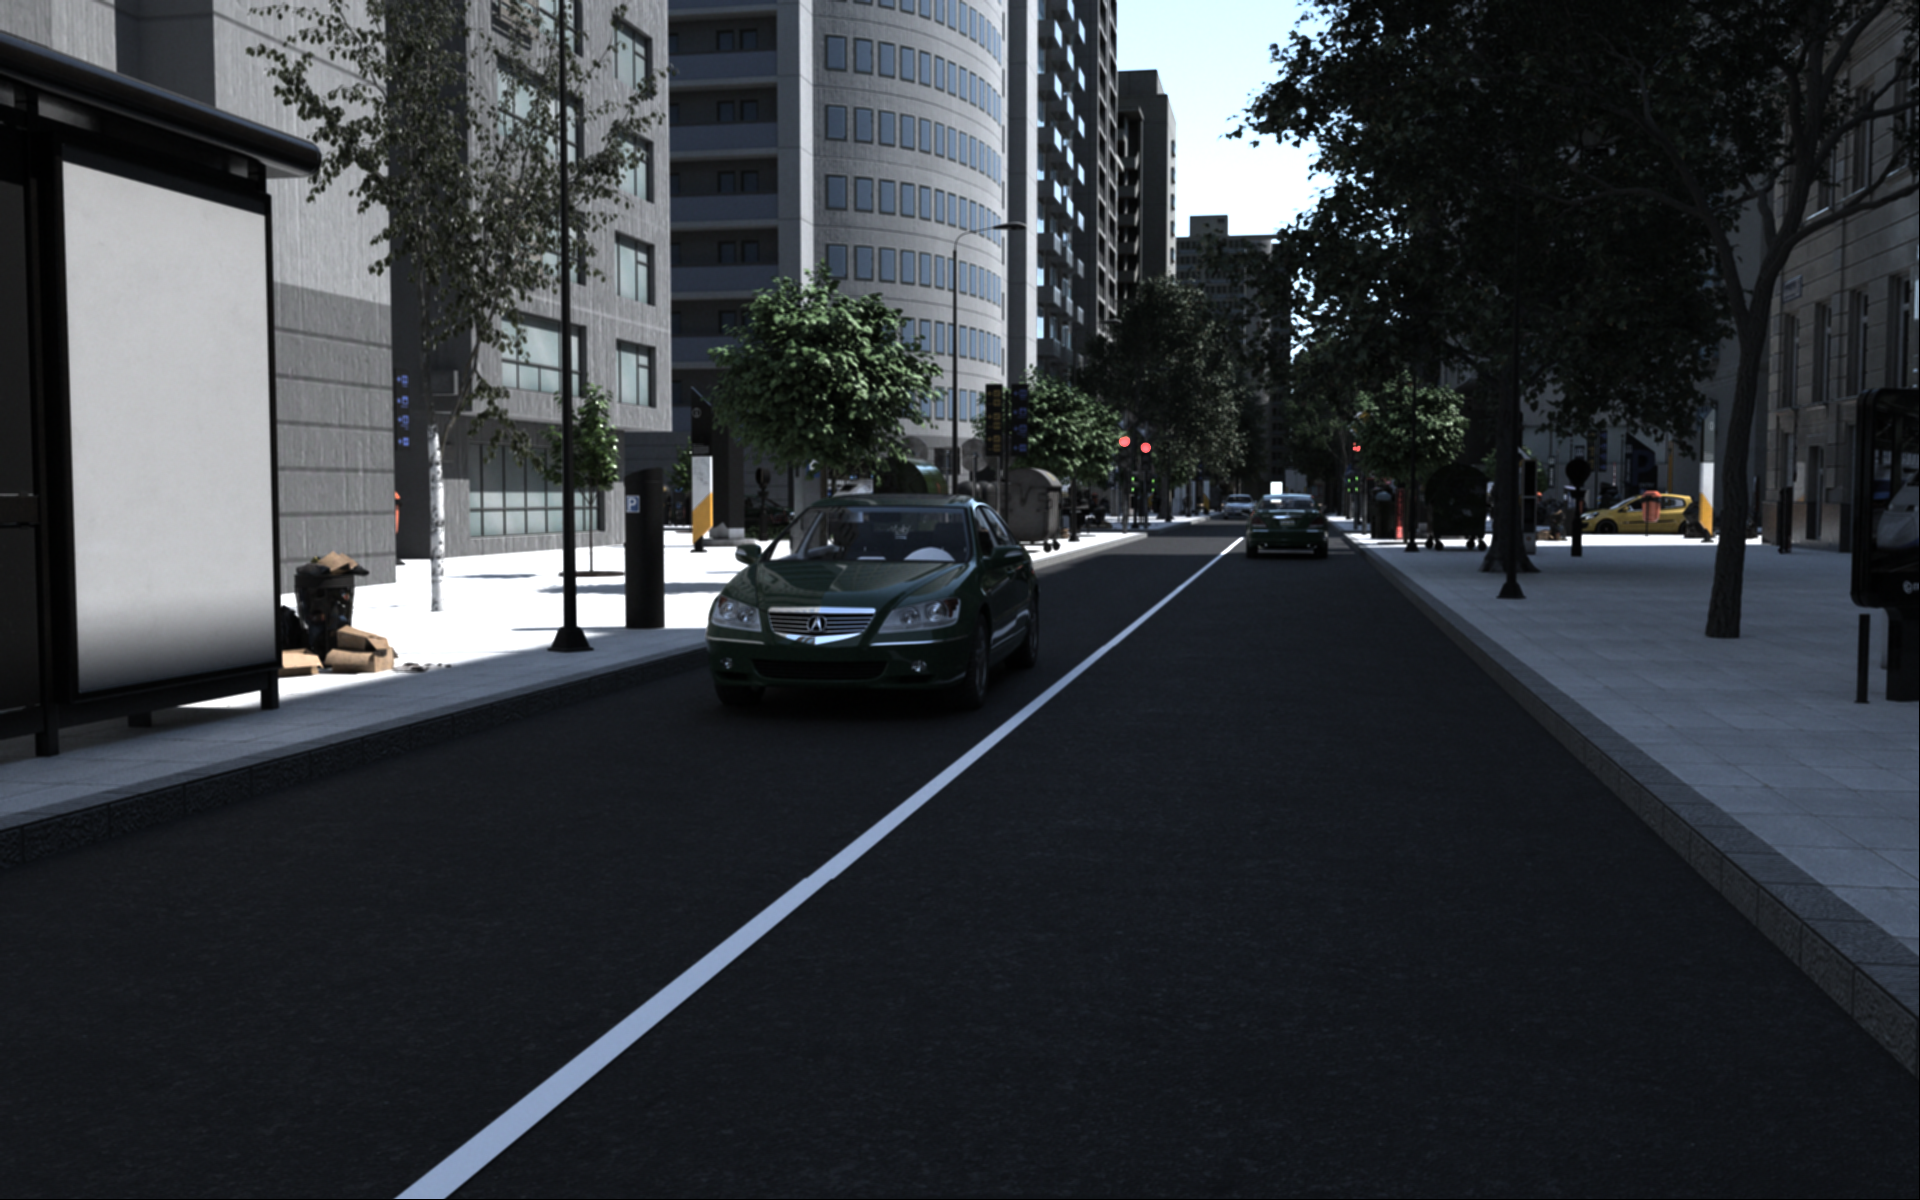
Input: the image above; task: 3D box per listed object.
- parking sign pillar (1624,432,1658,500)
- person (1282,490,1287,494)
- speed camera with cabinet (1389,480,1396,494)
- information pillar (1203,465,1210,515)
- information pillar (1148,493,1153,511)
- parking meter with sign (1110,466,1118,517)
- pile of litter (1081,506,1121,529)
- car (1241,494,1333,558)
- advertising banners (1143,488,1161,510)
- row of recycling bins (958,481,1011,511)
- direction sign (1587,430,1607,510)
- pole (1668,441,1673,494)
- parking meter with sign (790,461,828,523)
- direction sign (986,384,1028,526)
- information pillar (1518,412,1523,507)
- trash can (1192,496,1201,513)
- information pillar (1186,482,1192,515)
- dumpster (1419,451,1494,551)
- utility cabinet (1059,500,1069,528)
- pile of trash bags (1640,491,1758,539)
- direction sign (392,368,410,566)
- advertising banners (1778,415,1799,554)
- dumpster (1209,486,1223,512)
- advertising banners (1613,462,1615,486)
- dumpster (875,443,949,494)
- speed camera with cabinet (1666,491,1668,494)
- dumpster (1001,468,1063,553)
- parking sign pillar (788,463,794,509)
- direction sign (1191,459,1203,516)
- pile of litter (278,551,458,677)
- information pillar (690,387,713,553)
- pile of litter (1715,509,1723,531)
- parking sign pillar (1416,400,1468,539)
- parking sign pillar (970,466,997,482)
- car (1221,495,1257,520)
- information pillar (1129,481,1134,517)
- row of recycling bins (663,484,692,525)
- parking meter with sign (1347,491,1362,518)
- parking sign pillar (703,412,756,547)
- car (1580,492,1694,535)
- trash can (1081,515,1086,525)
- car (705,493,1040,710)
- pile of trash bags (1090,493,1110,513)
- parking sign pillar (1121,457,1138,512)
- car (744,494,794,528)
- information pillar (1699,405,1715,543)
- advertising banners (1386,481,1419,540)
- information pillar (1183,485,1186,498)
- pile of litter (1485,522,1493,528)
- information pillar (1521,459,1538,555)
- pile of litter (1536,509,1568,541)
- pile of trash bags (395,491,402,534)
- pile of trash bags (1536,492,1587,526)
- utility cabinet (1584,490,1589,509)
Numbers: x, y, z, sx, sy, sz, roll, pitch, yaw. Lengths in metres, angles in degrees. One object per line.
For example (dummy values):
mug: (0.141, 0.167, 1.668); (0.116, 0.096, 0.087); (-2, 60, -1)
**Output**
parking sign pillar: (29.681, -5.321, 75.475); (1.447, 3.967, 1.447); (0, 4, -6)
person: (29.839, -9.215, 159.036); (0.709, 1.838, 0.599); (3, 4, 39)
speed camera with cabinet: (18.250, -4.826, 73.246); (0.660, 3.252, 2.038); (0, 4, 4)
information pillar: (15.082, -7.005, 105.889); (0.504, 3.616, 0.183); (-3, 5, -42)
information pillar: (14.027, -8.353, 127.931); (0.504, 3.616, 0.183); (1, 4, 13)
parking meter with sign: (8.761, -6.219, 97.940); (0.543, 3.016, 1.738); (1, 4, 9)
pile of litter: (5.122, -3.056, 63.929); (1.719, 0.858, 1.176); (3, 4, 36)
car: (7.596, -1.742, 40.282); (2.131, 1.459, 4.920); (1, 4, 10)
advertising banners: (15.344, -8.626, 137.229); (2.074, 3.025, 0.090); (-1, 4, -23)
row of recycling bins: (0.895, -2.947, 55.292); (1.069, 1.692, 3.534); (2, 4, 26)
direction sign: (22.408, -4.220, 60.997); (0.876, 3.537, 0.379); (-1, 4, -23)
pole: (27.372, -4.460, 66.769); (0.158, 3.312, 0.155); (0, 3, 0)
parking meter with sign: (-2.445, -1.976, 28.566); (0.543, 3.016, 1.738); (-1, 4, -20)
direction sign: (0.964, -2.673, 35.696); (0.876, 3.537, 0.379); (1, 4, 9)
information pillar: (13.333, -3.083, 41.765); (0.504, 3.616, 0.183); (-2, 4, -27)
trash can: (15.885, -6.426, 116.718); (0.748, 1.137, 0.748); (0, 3, 0)
information pillar: (13.809, -6.120, 104.555); (0.304, 2.012, 0.304); (1, 4, 23)
dumpster: (11.352, -2.275, 39.686); (1.502, 2.255, 1.985); (1, 4, 11)
utility cabinet: (3.734, -3.321, 65.457); (1.020, 1.237, 0.306); (1, 4, 13)
pile of trash bags: (21.651, -2.512, 50.830); (1.912, 1.369, 3.447); (-3, 5, -44)
direction sign: (-10.190, -2.393, 31.118); (0.379, 3.537, 0.876); (2, 4, 24)
advertising banners: (18.114, -2.546, 37.818); (0.090, 3.025, 2.074); (2, 4, 34)
dumpster: (17.935, -7.153, 122.713); (1.264, 1.857, 1.865); (1, 4, 11)
advertising banners: (36.374, -6.102, 95.958); (0.090, 3.025, 2.074); (2, 4, 31)
dumpster: (-1.140, -1.861, 32.918); (1.502, 2.255, 1.985); (1, 4, 11)
speed camera with cabinet: (43.368, -6.719, 104.197); (2.038, 3.252, 0.660); (0, 4, 7)
dumpster: (1.550, -2.012, 38.656); (1.264, 1.857, 1.865); (1, 4, 11)
parking sign pillar: (-6.226, -4.956, 69.496); (1.447, 3.967, 1.447); (0, 4, 6)
direction sign: (14.125, -6.808, 103.305); (0.379, 3.537, 0.876); (-3, 4, -39)
pile of litter: (-4.636, 0.083, 12.601); (1.719, 0.858, 1.176); (1, 4, 9)
information pillar: (-5.665, -2.850, 37.948); (0.504, 3.616, 0.183); (1, 4, 23)
pile of litter: (28.674, -3.068, 64.123); (1.176, 0.858, 1.719); (1, 4, 11)
parking sign pillar: (13.851, -3.744, 49.680); (1.447, 3.967, 1.447); (1, 4, 11)
parking sign pillar: (1.078, -5.312, 75.329); (1.447, 3.967, 1.447); (2, 4, 29)
car: (15.846, -5.276, 98.266); (2.014, 1.417, 4.499); (1, 4, 9)
information pillar: (9.585, -5.655, 96.951); (0.304, 2.012, 0.304); (-1, 4, -19)
row of recycling bins: (-11.070, -3.928, 71.330); (3.534, 1.692, 1.069); (1, 4, 18)
parking meter with sign: (21.269, -5.867, 92.189); (1.738, 3.016, 0.543); (-3, 5, -42)
parking sign pillar: (-5.747, -3.308, 42.553); (1.447, 3.967, 1.447); (-2, 4, -30)
car: (22.506, -2.878, 57.282); (3.980, 1.641, 2.015); (1, 4, 11)
trash can: (4.722, -3.517, 69.159); (0.748, 1.137, 0.748); (0, 3, 0)
car: (-0.494, -0.082, 13.146); (2.131, 1.459, 4.920); (1, 4, 10)
pile of trash bags: (9.439, -6.764, 120.341); (1.912, 1.369, 3.447); (0, 4, 0)
parking sign pillar: (11.966, -8.206, 122.642); (1.447, 3.967, 1.447); (2, 4, 25)
car: (-7.484, -3.249, 62.908); (4.222, 1.686, 2.009); (1, 4, 10)
information pillar: (19.694, -3.321, 45.646); (0.504, 3.616, 0.183); (-2, 4, -33)
advertising banners: (12.281, -3.189, 48.329); (0.090, 3.025, 2.074); (3, 5, 42)
information pillar: (14.183, -7.170, 108.580); (0.504, 3.616, 0.183); (3, 4, 37)
pile of litter: (20.438, -3.112, 64.845); (1.719, 0.858, 1.176); (2, 4, 29)
information pillar: (12.076, -1.975, 36.781); (0.304, 2.012, 0.304); (1, 4, 12)
pile of litter: (16.279, -2.079, 47.957); (1.176, 0.858, 1.719); (2, 4, 31)
pile of trash bags: (-18.058, -2.619, 52.581); (3.447, 1.369, 1.912); (2, 4, 32)
pile of trash bags: (24.036, -3.621, 68.948); (1.912, 1.369, 3.447); (0, 4, -2)
utility cabinet: (36.674, -5.689, 101.692); (0.318, 1.500, 1.173); (1, 4, 11)
